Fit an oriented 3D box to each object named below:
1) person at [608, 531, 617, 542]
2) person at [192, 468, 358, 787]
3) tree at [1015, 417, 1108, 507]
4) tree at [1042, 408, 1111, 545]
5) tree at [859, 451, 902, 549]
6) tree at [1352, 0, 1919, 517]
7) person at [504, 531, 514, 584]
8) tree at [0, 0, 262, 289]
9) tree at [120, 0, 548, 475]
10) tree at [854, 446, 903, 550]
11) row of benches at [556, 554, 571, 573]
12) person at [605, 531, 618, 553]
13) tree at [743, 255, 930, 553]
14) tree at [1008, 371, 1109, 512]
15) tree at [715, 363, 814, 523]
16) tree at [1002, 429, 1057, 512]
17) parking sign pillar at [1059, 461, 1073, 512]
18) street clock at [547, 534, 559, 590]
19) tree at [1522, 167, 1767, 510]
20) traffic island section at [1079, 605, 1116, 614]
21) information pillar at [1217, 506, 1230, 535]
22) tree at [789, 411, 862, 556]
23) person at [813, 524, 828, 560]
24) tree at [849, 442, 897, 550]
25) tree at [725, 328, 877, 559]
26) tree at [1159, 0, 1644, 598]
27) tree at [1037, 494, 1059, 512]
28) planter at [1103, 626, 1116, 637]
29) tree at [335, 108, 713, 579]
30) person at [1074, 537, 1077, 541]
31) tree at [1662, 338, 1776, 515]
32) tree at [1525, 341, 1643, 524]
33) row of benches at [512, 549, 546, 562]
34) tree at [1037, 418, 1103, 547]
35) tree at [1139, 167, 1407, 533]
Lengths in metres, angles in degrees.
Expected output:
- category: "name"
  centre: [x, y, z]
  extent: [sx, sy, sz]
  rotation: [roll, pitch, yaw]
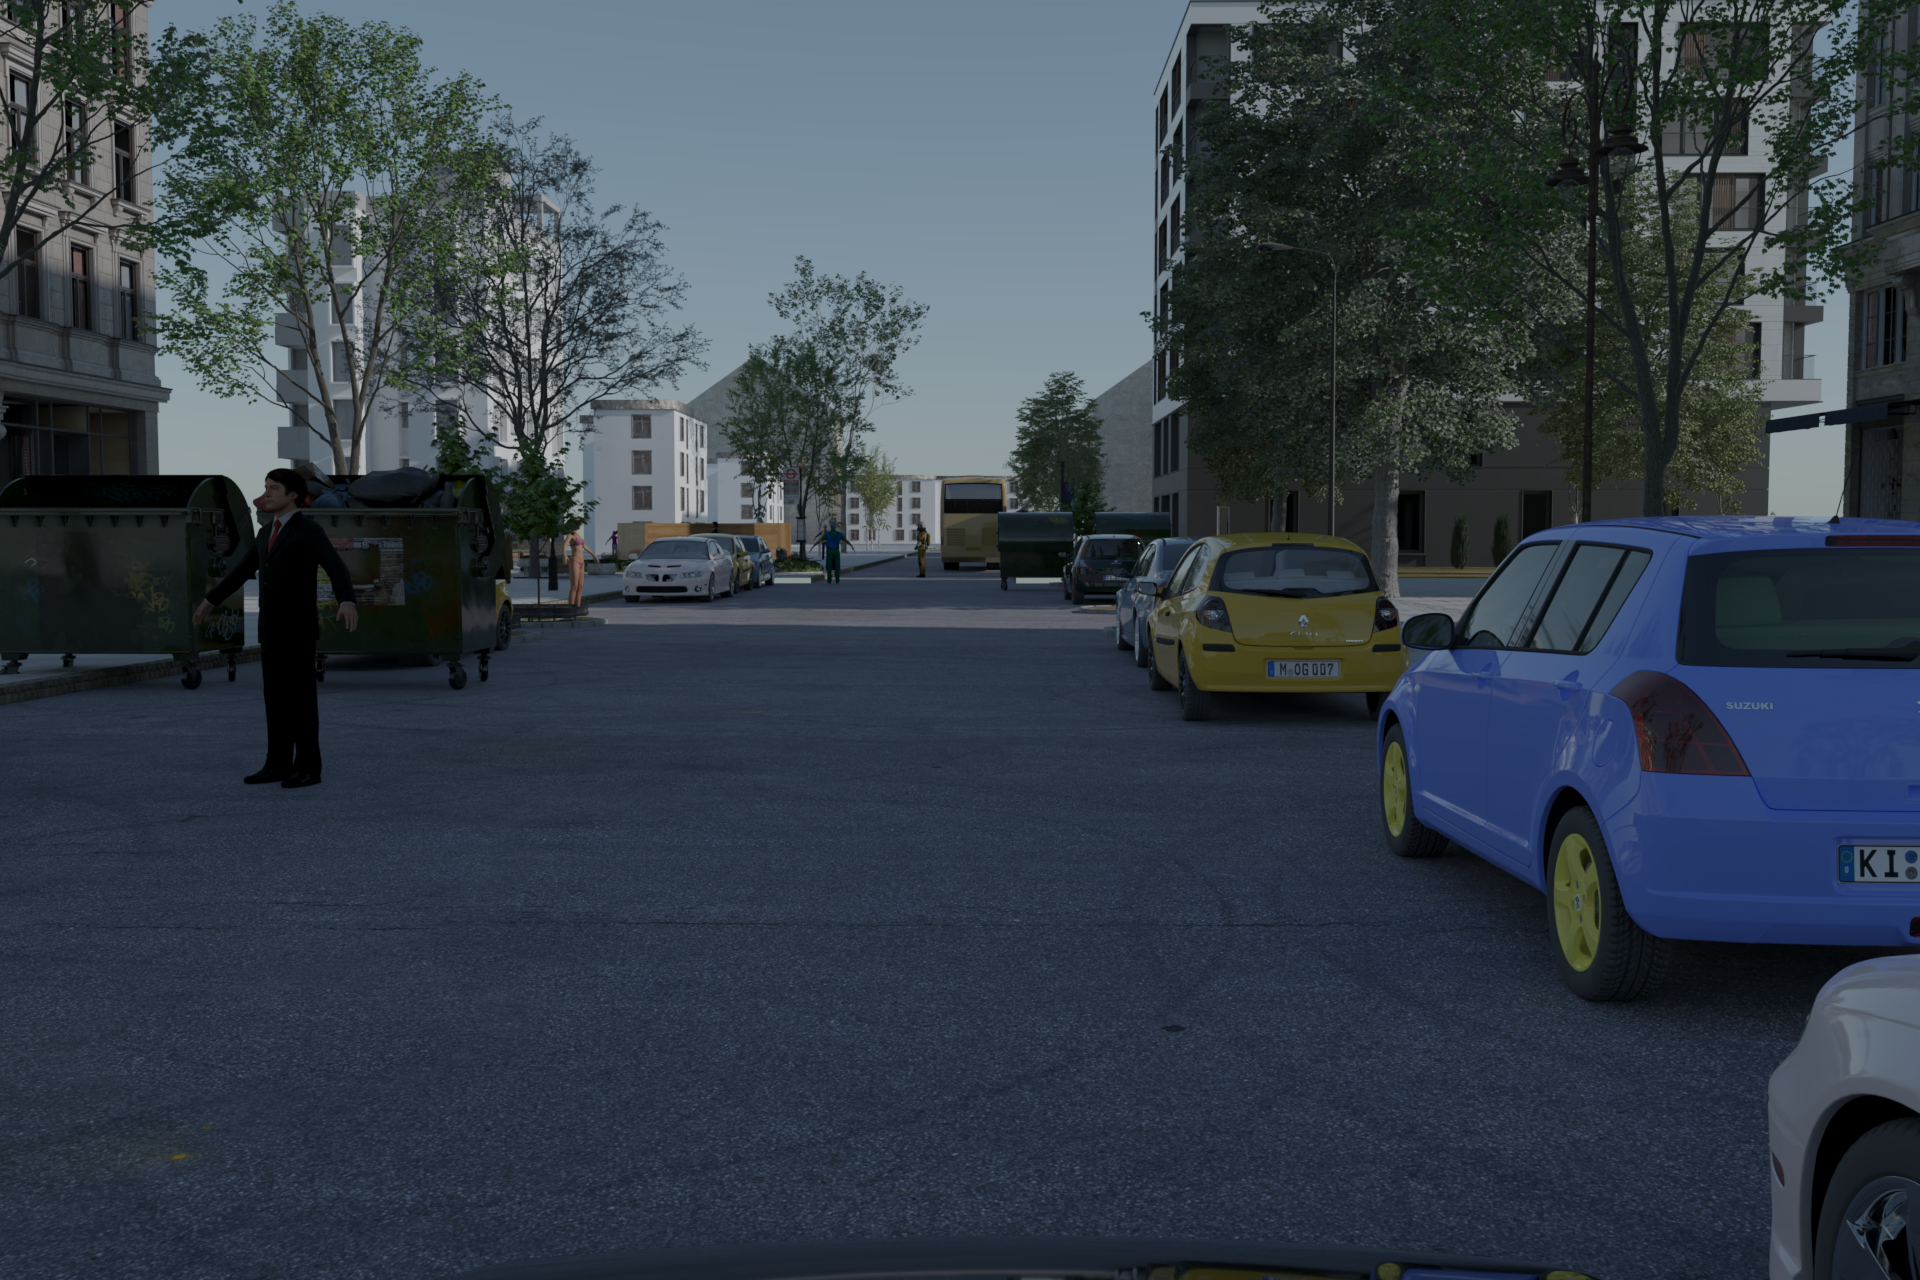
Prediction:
- category: "person"
  centre: [-16.466, -4.780, 84.377]
  extent: [1.346, 1.802, 0.704]
  rotation: [-1, 4, -15]
- category: "person"
  centre: [-3.871, -0.077, 9.910]
  extent: [1.347, 1.806, 0.705]
  rotation: [2, 4, 30]
- category: "tree"
  centre: [7.872, -12.074, 131.821]
  extent: [7.601, 10.594, 8.767]
  rotation: [1, 4, 18]
- category: "tree"
  centre: [6.790, -9.182, 100.494]
  extent: [4.360, 8.622, 3.978]
  rotation: [0, 3, 0]
- category: "tree"
  centre: [-7.162, -12.427, 153.542]
  extent: [4.737, 8.622, 4.395]
  rotation: [0, 3, 0]
- category: "tree"
  centre: [8.862, -5.873, 21.783]
  extent: [9.928, 11.665, 9.643]
  rotation: [0, 3, 0]
- category: "person"
  centre: [-11.826, -2.328, 44.839]
  extent: [0.721, 1.736, 1.217]
  rotation: [-1, 4, -12]
- category: "tree"
  centre: [-12.581, -5.842, 21.275]
  extent: [9.928, 11.665, 9.643]
  rotation: [0, 3, 0]
- category: "tree"
  centre: [-11.928, -6.589, 33.493]
  extent: [9.928, 11.665, 9.643]
  rotation: [0, 3, 0]
- category: "tree"
  centre: [-7.080, -11.689, 141.469]
  extent: [4.737, 8.622, 4.395]
  rotation: [0, 3, 0]
- category: "row of benches"
  centre: [-11.590, -2.161, 50.795]
  extent: [1.422, 0.672, 4.104]
  rotation: [-1, 4, -12]
- category: "person"
  centre: [-15.688, -4.252, 78.794]
  extent: [0.991, 1.433, 0.599]
  rotation: [1, 4, 15]
- category: "tree"
  centre: [-8.478, -16.010, 117.651]
  extent: [12.611, 20.169, 13.585]
  rotation: [0, 3, 0]
- category: "tree"
  centre: [6.838, -12.390, 120.708]
  extent: [7.486, 12.596, 7.792]
  rotation: [0, 3, 0]
- category: "tree"
  centre: [-8.626, -7.675, 75.854]
  extent: [4.737, 8.622, 4.395]
  rotation: [0, 3, 0]
- category: "tree"
  centre: [7.621, -13.069, 148.095]
  extent: [7.601, 10.594, 8.767]
  rotation: [2, 4, 25]
- category: "parking sign pillar"
  centre: [3.944, -4.670, 64.831]
  extent: [1.447, 3.967, 1.447]
  rotation: [0, 4, 1]
- category: "street clock"
  centre: [-9.272, -2.132, 39.423]
  extent: [0.358, 2.002, 0.471]
  rotation: [0, 4, 1]
- category: "tree"
  centre: [21.390, -8.344, 54.559]
  extent: [7.486, 12.596, 7.792]
  rotation: [0, 3, 0]
- category: "traffic island section"
  centre: [3.200, -0.547, 31.812]
  extent: [1.991, 0.108, 1.994]
  rotation: [0, 4, 1]
- category: "information pillar"
  centre: [6.942, -2.522, 45.719]
  extent: [0.304, 2.012, 0.304]
  rotation: [0, 4, 1]
- category: "tree"
  centre: [-8.129, -9.291, 102.272]
  extent: [4.737, 8.622, 4.395]
  rotation: [0, 3, 0]
- category: "person"
  centre: [-6.651, -4.838, 85.568]
  extent: [1.216, 1.772, 0.721]
  rotation: [0, 4, -7]
- category: "tree"
  centre: [-7.057, -11.376, 136.356]
  extent: [4.737, 8.622, 4.395]
  rotation: [0, 3, 0]
- category: "tree"
  centre: [-8.113, -9.952, 88.478]
  extent: [9.928, 11.665, 9.643]
  rotation: [0, 3, 0]
- category: "tree"
  centre: [8.549, -7.835, 34.753]
  extent: [9.857, 13.997, 8.962]
  rotation: [0, 3, 0]
- category: "tree"
  centre: [12.718, -17.871, 242.557]
  extent: [4.737, 8.622, 4.395]
  rotation: [0, 3, 0]
- category: "planter"
  centre: [3.056, -0.214, 24.632]
  extent: [1.991, 0.319, 1.994]
  rotation: [0, 4, 1]
- category: "tree"
  centre: [-12.344, -8.525, 49.758]
  extent: [12.009, 13.543, 11.850]
  rotation: [0, 3, 0]
- category: "person"
  centre: [5.426, -4.142, 73.868]
  extent: [1.345, 1.843, 0.704]
  rotation: [-1, 4, -14]
- category: "tree"
  centre: [27.931, -6.929, 63.655]
  extent: [4.737, 8.622, 4.395]
  rotation: [0, 3, 0]
- category: "tree"
  centre: [21.976, -6.852, 62.400]
  extent: [4.360, 8.622, 3.978]
  rotation: [0, 3, 0]
- category: "row of benches"
  centre: [-17.834, -3.364, 70.465]
  extent: [1.422, 0.672, 4.104]
  rotation: [0, 4, 8]
- category: "tree"
  centre: [7.391, -9.666, 108.397]
  extent: [4.360, 8.622, 3.978]
  rotation: [0, 3, 0]
- category: "tree"
  centre: [10.850, -9.308, 58.841]
  extent: [9.857, 13.997, 8.962]
  rotation: [0, 3, 0]
